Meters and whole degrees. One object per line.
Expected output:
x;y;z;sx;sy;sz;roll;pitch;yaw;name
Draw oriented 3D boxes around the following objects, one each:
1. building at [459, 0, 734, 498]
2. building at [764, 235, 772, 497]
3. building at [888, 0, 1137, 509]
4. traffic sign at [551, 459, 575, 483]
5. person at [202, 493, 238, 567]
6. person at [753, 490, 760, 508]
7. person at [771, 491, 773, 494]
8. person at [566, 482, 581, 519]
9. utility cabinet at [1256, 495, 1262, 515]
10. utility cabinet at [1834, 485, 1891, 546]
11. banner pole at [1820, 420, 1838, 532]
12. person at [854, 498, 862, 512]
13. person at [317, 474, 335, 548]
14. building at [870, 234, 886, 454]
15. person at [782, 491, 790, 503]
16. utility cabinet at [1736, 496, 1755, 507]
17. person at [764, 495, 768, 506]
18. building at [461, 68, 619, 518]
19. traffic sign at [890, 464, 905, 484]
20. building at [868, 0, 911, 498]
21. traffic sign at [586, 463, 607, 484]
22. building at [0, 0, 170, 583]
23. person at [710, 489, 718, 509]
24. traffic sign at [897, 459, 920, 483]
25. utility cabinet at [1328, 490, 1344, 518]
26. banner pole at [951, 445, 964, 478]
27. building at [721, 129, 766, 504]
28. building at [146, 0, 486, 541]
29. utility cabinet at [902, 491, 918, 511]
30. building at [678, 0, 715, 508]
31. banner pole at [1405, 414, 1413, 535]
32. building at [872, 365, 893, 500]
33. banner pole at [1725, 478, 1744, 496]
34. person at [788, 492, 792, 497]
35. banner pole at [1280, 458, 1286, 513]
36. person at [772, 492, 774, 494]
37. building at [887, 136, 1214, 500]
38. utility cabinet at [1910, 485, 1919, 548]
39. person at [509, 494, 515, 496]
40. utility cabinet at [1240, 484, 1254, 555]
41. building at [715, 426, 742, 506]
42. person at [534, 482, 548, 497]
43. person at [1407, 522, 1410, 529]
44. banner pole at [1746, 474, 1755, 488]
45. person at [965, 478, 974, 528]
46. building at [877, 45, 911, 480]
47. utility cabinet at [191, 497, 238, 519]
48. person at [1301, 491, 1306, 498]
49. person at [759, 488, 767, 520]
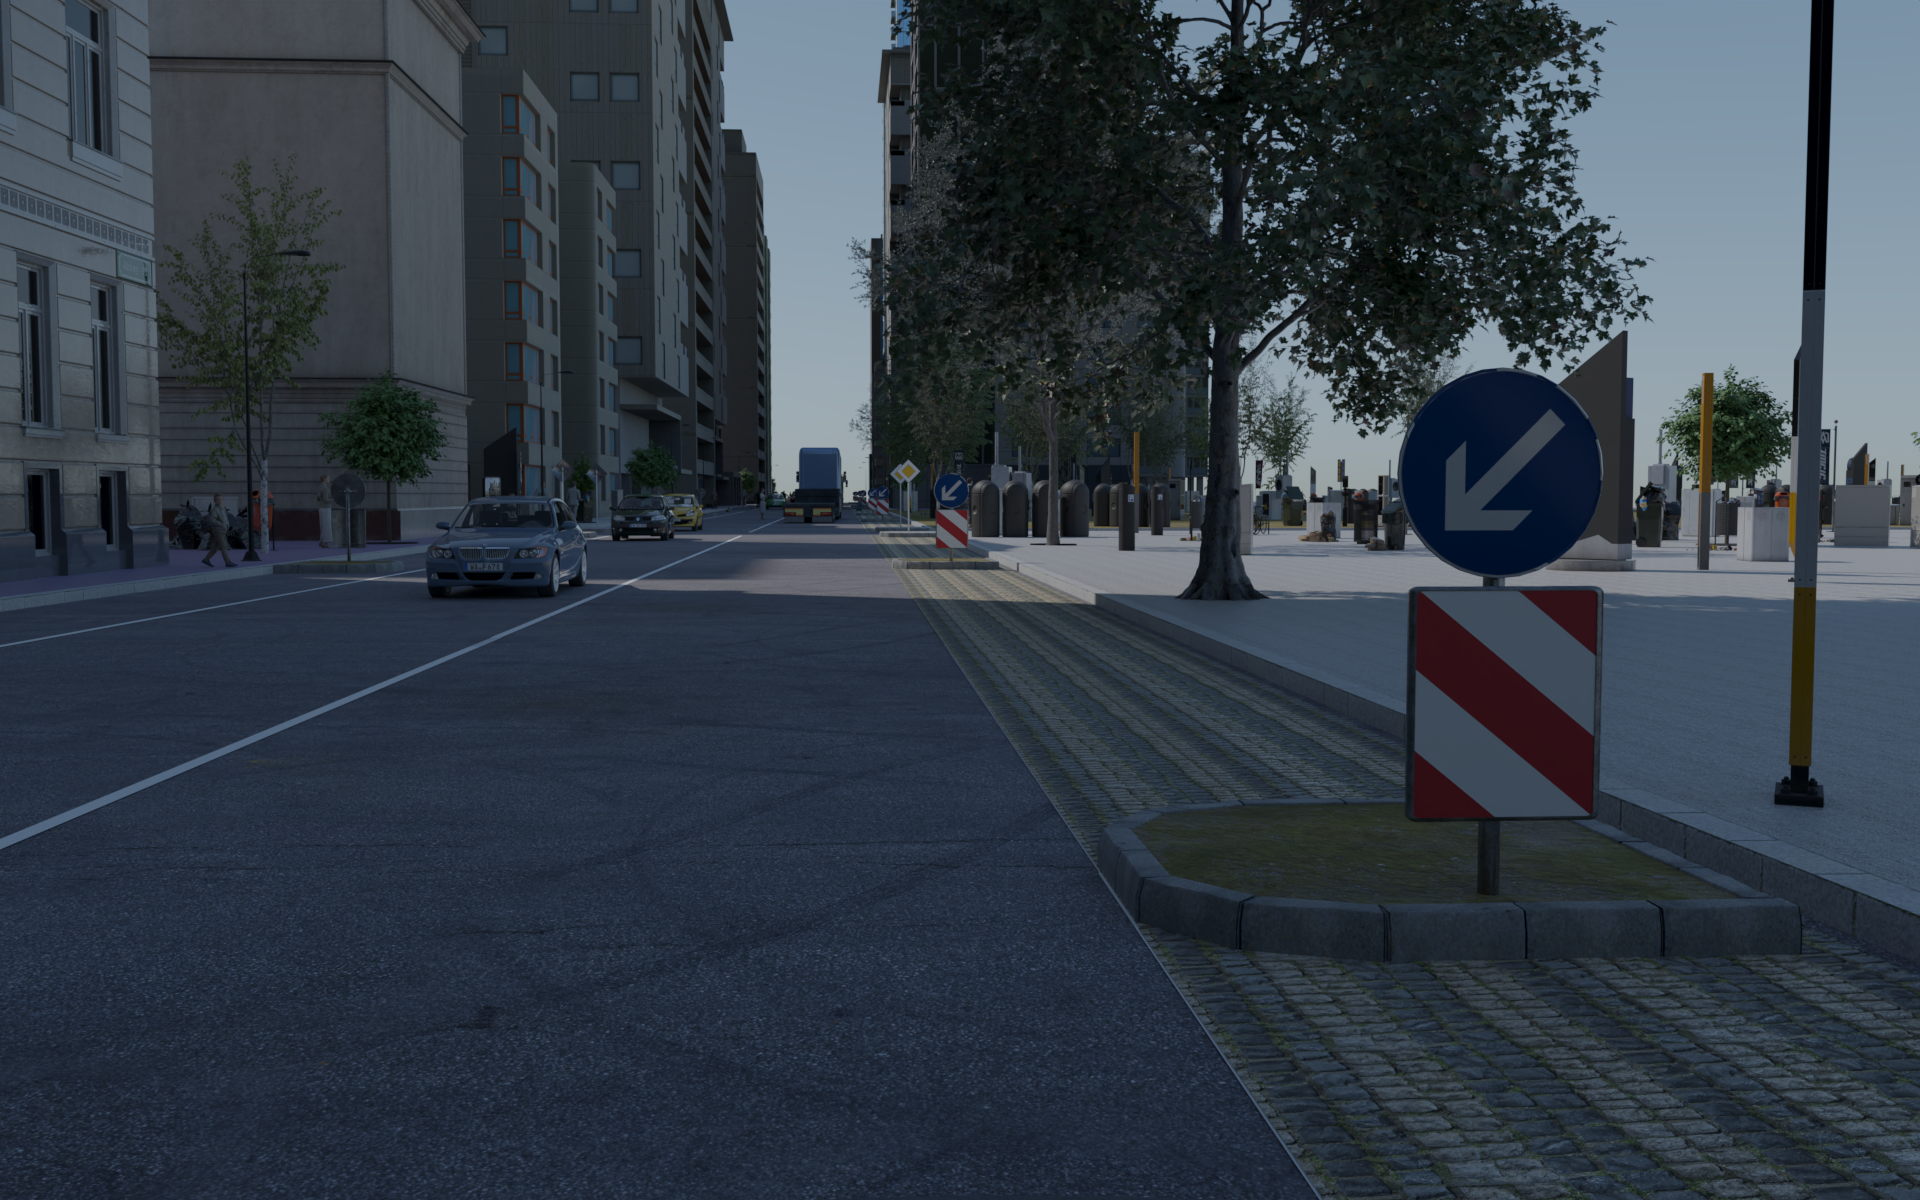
-37.776;-35.788;174.368;28.713;52.752;27.495;0;4;-4;building
-36.689;-35.602;265.681;14.154;41.232;14.086;0;4;-4;building
4.025;-43.801;154.401;20.563;71.187;20.611;0;4;-4;building
-13.177;-3.378;57.412;0.795;2.593;0.064;0;4;-4;traffic sign
-12.997;-1.228;30.397;0.640;1.303;0.475;-1;4;-9;person
-21.132;-10.585;181.580;1.348;1.821;0.705;-3;4;-39;person
-29.925;-16.483;276.456;0.541;1.710;0.530;-1;4;-11;person
-16.075;-4.034;72.198;0.606;1.804;0.583;0;4;2;person
17.628;-5.441;100.116;1.020;1.237;0.306;2;4;34;utility cabinet
21.962;-2.047;42.146;1.173;1.500;0.318;2;4;33;utility cabinet
29.285;-4.188;58.486;0.863;3.779;0.401;1;4;8;banner pole
-8.157;-7.629;138.731;0.738;1.151;1.012;0;4;1;person
-15.003;-2.107;41.044;0.362;1.759;0.519;-3;4;-39;person
-8.206;-39.347;293.437;14.600;45.320;14.200;0;4;-4;building
-18.719;-10.756;184.383;1.348;1.821;0.705;0;4;4;person
26.537;-2.896;58.516;0.306;1.237;1.020;3;5;41;utility cabinet
-23.196;-11.894;206.205;0.697;1.427;0.421;2;4;29;person
-32.498;-14.624;84.145;27.650;21.520;28.899;0;4;-4;building
-2.253;-3.911;66.140;0.795;2.593;0.064;0;4;-4;traffic sign
-3.002;-58.538;269.772;22.319;86.520;31.000;0;4;-4;building
-13.722;-3.865;65.379;0.795;2.593;0.064;0;4;-4;traffic sign
-19.817;-14.336;20.305;13.634;28.700;20.117;0;4;-4;building
-21.558;-8.870;151.620;0.434;1.755;0.990;3;5;42;person
-1.708;-3.424;58.173;0.795;2.593;0.064;0;4;-4;traffic sign
20.112;-5.077;91.688;1.173;1.500;0.318;-1;4;-12;utility cabinet
-0.205;-5.899;86.473;0.863;3.779;0.401;0;4;-3;banner pole
-37.481;-37.261;232.917;21.300;48.544;21.600;0;4;-4;building
-24.787;-11.414;51.253;19.286;19.102;10.561;0;4;-4;building
-3.764;-7.394;129.565;1.173;1.500;0.318;-2;4;-30;utility cabinet
-32.821;-32.165;149.607;21.300;48.544;21.600;0;4;-4;building
14.288;-3.940;54.441;0.863;3.779;0.401;0;4;2;banner pole
1.775;-24.256;241.618;27.650;21.520;28.899;0;4;-4;building
39.869;-6.090;89.583;0.863;3.779;0.401;0;4;3;banner pole
-28.963;-17.538;295.251;0.705;1.822;1.348;-3;5;-41;person
22.164;-7.929;119.650;0.401;3.779;0.863;0;4;4;banner pole
-20.288;-10.913;187.846;0.541;1.710;0.530;2;4;31;person
8.761;-29.731;177.981;32.217;40.220;23.993;0;4;-4;building
22.675;-1.944;40.471;0.318;1.500;1.173;0;4;0;utility cabinet
-17.353;-3.472;67.076;0.475;1.303;0.640;2;4;26;person
6.035;-1.716;36.735;0.318;1.500;1.173;1;4;12;utility cabinet
-35.796;-46.468;198.004;20.563;71.187;20.611;0;4;-4;building
-17.376;-4.024;71.941;0.391;1.810;0.635;2;4;35;person
16.138;-3.287;62.113;0.818;1.842;0.514;-1;4;-23;person
42.169;-6.284;92.764;0.863;3.779;0.401;3;5;41;banner pole
0.449;-3.705;65.983;0.648;1.900;0.474;-1;4;-11;person
5.007;-37.563;203.390;28.713;52.752;27.495;0;4;-4;building
-18.206;-1.907;42.334;1.020;1.237;0.306;-3;4;-38;utility cabinet
44.706;-13.327;226.477;0.705;1.814;1.350;-3;5;-40;person
-10.897;-5.333;96.261;0.524;1.755;0.480;1;4;10;person
